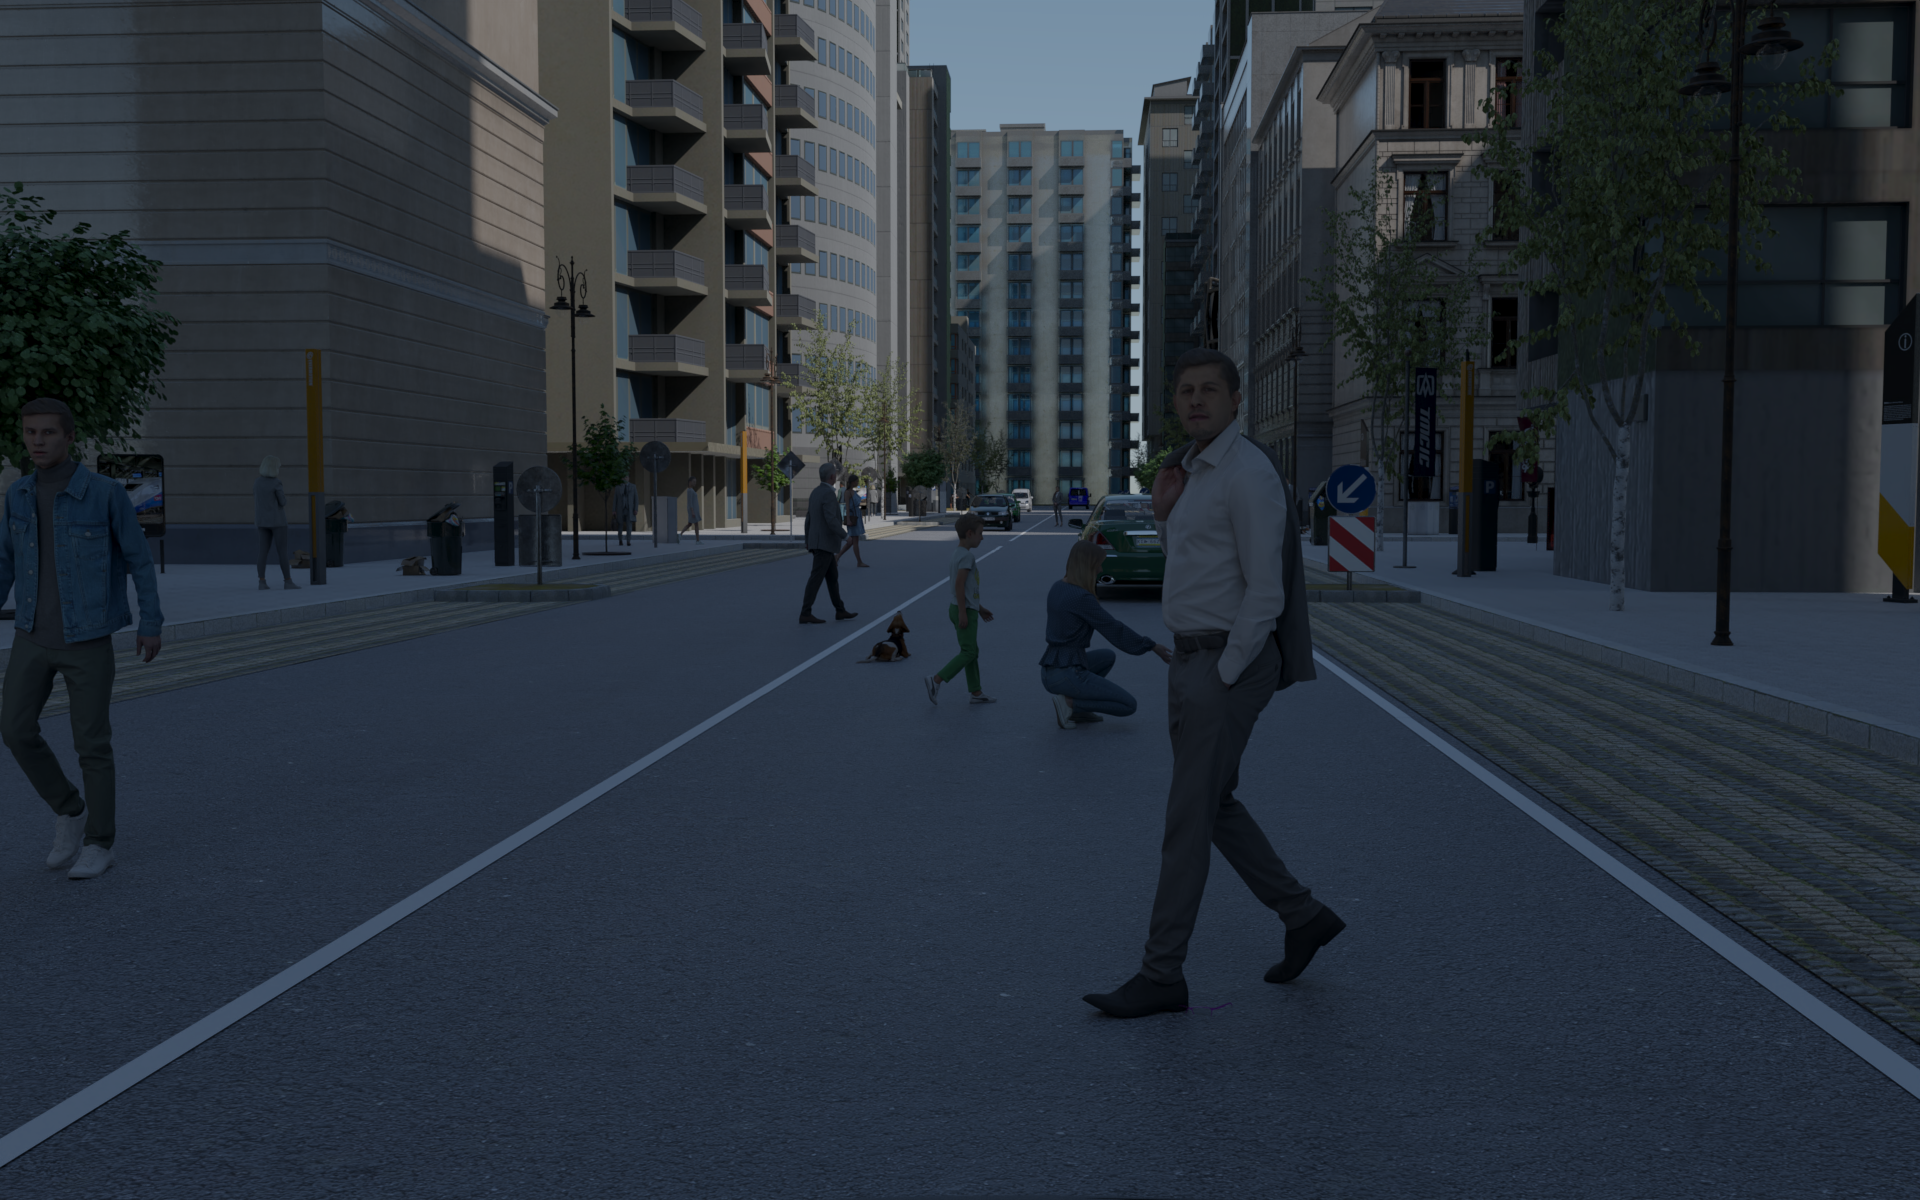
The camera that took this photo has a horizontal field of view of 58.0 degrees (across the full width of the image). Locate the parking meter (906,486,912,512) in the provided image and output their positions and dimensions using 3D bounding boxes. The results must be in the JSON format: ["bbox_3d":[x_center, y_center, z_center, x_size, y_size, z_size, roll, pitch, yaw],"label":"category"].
[{"bbox_3d":[-3.663,-7.256,124.341,0.399,1.863,0.255,3,4,36],"label":"parking meter"}]

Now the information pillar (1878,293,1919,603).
[{"bbox_3d":[11.113,-1.781,20.477,0.183,3.616,0.504,-1,4,-14],"label":"information pillar"}]

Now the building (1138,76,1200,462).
[{"bbox_3d":[37.338,-39.004,226.946,27.495,52.752,28.713,0,4,4],"label":"building"}]

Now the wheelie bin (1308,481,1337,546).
[{"bbox_3d":[9.091,-2.164,43.286,0.693,1.594,0.980,0,4,2],"label":"wheelie bin"}]

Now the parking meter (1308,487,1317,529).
[{"bbox_3d":[13.063,-3.402,64.030,0.372,1.533,0.369,0,3,0],"label":"parking meter"}]

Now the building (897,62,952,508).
[{"bbox_3d":[-8.363,-29.189,160.833,14.154,41.232,14.086,0,4,4],"label":"building"}]

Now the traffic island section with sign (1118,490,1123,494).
[{"bbox_3d":[16.883,-10.661,182.929,1.989,1.847,2.006,0,4,4],"label":"traffic island section with sign"}]

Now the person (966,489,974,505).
[{"bbox_3d":[0.781,-10.131,171.700,1.348,1.822,0.705,-2,4,-24],"label":"person"}]

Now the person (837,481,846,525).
[{"bbox_3d":[-4.892,-4.014,71.657,0.794,1.824,0.713,-1,4,-22],"label":"person"}]

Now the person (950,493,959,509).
[{"bbox_3d":[-0.449,-8.256,144.224,0.799,1.438,0.628,-1,4,-10],"label":"person"}]

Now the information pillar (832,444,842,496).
[{"bbox_3d":[-5.735,-5.482,80.986,0.504,3.616,0.183,1,4,14],"label":"information pillar"}]

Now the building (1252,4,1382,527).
[{"bbox_3d":[18.491,-13.869,75.906,9.793,20.994,18.267,0,4,4],"label":"building"}]

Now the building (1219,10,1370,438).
[{"bbox_3d":[20.996,-16.936,94.920,12.078,24.808,19.932,0,4,4],"label":"building"}]

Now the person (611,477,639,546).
[{"bbox_3d":[-8.333,-2.254,42.991,0.694,1.812,0.767,-1,4,-9],"label":"person"}]

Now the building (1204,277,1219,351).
[{"bbox_3d":[25.206,-15.407,119.351,16.820,18.784,16.811,0,4,4],"label":"building"}]

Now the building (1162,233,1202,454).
[{"bbox_3d":[29.478,-25.729,192.372,14.160,30.474,14.107,0,4,4],"label":"building"}]

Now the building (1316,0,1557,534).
[{"bbox_3d":[22.727,-11.959,60.152,19.286,19.102,10.561,0,4,4],"label":"building"}]

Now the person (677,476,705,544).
[{"bbox_3d":[-6.827,-2.273,43.953,0.760,1.731,0.466,-3,5,-43],"label":"person"}]

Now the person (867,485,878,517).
[{"bbox_3d":[-4.939,-5.539,96.783,0.709,1.800,0.728,0,4,-1],"label":"person"}]

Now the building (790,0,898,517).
[{"bbox_3d":[-15.885,-34.570,107.224,21.231,58.520,28.212,0,4,4],"label":"building"}]

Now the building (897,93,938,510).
[{"bbox_3d":[-18.260,-27.559,142.472,32.217,40.220,23.993,0,4,4],"label":"building"}]

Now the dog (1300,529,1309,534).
[{"bbox_3d":[10.782,-2.276,54.954,0.748,0.427,0.550,1,4,21],"label":"dog"}]

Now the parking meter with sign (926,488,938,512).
[{"bbox_3d":[-2.091,-7.815,124.033,0.543,3.016,1.738,-3,4,-37],"label":"parking meter with sign"}]

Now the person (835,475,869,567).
[{"bbox_3d":[-2.142,-1.542,33.801,0.778,1.811,0.616,1,4,19],"label":"person"}]

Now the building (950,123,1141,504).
[{"bbox_3d":[8.121,-37.126,226.619,30.456,49.044,23.786,0,4,4],"label":"building"}]

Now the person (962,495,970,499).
[{"bbox_3d":[0.300,-8.769,150.129,1.217,1.735,0.721,-2,4,-25],"label":"person"}]

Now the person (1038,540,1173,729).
[{"bbox_3d":[0.818,0.193,10.844,0.738,1.151,1.012,-1,4,-18],"label":"person"}]

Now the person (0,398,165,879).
[{"bbox_3d":[-3.353,0.141,6.533,0.601,1.785,0.444,0,4,4],"label":"person"}]

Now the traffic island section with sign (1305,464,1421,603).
[{"bbox_3d":[5.125,-0.922,23.696,1.989,1.847,2.006,0,4,4],"label":"traffic island section with sign"}]

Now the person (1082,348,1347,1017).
[{"bbox_3d":[0.722,0.227,4.898,0.850,1.850,0.679,-1,4,-18],"label":"person"}]

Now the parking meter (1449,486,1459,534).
[{"bbox_3d":[15.753,-2.856,55.112,0.372,1.533,0.369,0,3,0],"label":"parking meter"}]

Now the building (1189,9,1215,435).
[{"bbox_3d":[34.175,-33.612,169.160,23.786,49.044,30.456,0,4,4],"label":"building"}]

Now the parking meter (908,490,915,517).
[{"bbox_3d":[-2.706,-5.453,97.561,0.372,1.533,0.369,0,3,0],"label":"parking meter"}]

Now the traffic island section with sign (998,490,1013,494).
[{"bbox_3d":[3.835,-9.007,155.884,1.989,1.847,2.006,0,4,4],"label":"traffic island section with sign"}]

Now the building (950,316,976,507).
[{"bbox_3d":[-13.590,-21.118,190.316,28.899,21.520,27.650,0,4,4],"label":"building"}]

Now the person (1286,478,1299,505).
[{"bbox_3d":[10.134,-2.883,53.366,0.592,1.802,0.473,3,4,38],"label":"person"}]

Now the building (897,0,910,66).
[{"bbox_3d":[-17.778,-48.193,226.210,20.611,71.187,20.563,0,4,4],"label":"building"}]

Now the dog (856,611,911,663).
[{"bbox_3d":[-0.673,0.317,15.012,0.748,0.427,0.550,-2,4,-29],"label":"dog"}]

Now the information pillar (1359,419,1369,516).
[{"bbox_3d":[12.558,-3.821,53.826,0.183,3.616,0.504,-1,4,-10],"label":"information pillar"}]

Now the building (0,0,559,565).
[{"bbox_3d":[-20.498,-15.396,37.633,20.117,28.700,13.634,0,4,4],"label":"building"}]

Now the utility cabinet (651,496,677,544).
[{"bbox_3d":[-7.727,-2.091,45.345,0.306,1.237,1.020,-2,4,-33],"label":"utility cabinet"}]

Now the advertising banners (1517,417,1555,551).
[{"bbox_3d":[13.582,-2.634,39.247,2.074,3.025,0.090,0,4,-6],"label":"advertising banners"}]

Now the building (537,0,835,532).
[{"bbox_3d":[-17.947,-25.480,71.225,22.147,44.769,28.867,0,4,4],"label":"building"}]

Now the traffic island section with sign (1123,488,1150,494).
[{"bbox_3d":[11.336,-6.057,107.657,1.989,1.847,2.006,0,4,4],"label":"traffic island section with sign"}]

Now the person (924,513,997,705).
[{"bbox_3d":[0.002,0.061,11.758,0.590,1.304,0.306,-2,4,-31],"label":"person"}]

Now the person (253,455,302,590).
[{"bbox_3d":[-9.259,-1.048,23.355,0.537,1.800,0.526,2,4,32],"label":"person"}]

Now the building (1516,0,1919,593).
[{"bbox_3d":[16.550,-15.681,28.079,14.160,30.474,14.107,0,4,4],"label":"building"}]

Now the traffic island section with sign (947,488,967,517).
[{"bbox_3d":[0.161,-5.967,106.196,1.989,1.847,2.006,0,4,4],"label":"traffic island section with sign"}]

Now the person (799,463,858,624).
[{"bbox_3d":[-1.439,-0.638,19.335,0.834,1.777,0.661,-2,4,-34],"label":"person"}]

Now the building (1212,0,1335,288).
[{"bbox_3d":[29.729,-43.087,142.719,20.563,71.187,20.611,0,4,4],"label":"building"}]

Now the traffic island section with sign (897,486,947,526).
[{"bbox_3d":[-1.806,-4.323,79.312,1.989,1.847,2.006,0,4,4],"label":"traffic island section with sign"}]

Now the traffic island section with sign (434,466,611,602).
[{"bbox_3d":[-5.903,-0.926,23.770,1.989,1.847,2.006,0,4,4],"label":"traffic island section with sign"}]

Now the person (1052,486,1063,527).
[{"bbox_3d":[4.307,-4.151,76.649,0.520,1.790,0.573,1,4,12],"label":"person"}]

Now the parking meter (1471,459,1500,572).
[{"bbox_3d":[8.730,-1.411,28.784,0.399,1.863,0.255,-1,4,-19],"label":"parking meter"}]
